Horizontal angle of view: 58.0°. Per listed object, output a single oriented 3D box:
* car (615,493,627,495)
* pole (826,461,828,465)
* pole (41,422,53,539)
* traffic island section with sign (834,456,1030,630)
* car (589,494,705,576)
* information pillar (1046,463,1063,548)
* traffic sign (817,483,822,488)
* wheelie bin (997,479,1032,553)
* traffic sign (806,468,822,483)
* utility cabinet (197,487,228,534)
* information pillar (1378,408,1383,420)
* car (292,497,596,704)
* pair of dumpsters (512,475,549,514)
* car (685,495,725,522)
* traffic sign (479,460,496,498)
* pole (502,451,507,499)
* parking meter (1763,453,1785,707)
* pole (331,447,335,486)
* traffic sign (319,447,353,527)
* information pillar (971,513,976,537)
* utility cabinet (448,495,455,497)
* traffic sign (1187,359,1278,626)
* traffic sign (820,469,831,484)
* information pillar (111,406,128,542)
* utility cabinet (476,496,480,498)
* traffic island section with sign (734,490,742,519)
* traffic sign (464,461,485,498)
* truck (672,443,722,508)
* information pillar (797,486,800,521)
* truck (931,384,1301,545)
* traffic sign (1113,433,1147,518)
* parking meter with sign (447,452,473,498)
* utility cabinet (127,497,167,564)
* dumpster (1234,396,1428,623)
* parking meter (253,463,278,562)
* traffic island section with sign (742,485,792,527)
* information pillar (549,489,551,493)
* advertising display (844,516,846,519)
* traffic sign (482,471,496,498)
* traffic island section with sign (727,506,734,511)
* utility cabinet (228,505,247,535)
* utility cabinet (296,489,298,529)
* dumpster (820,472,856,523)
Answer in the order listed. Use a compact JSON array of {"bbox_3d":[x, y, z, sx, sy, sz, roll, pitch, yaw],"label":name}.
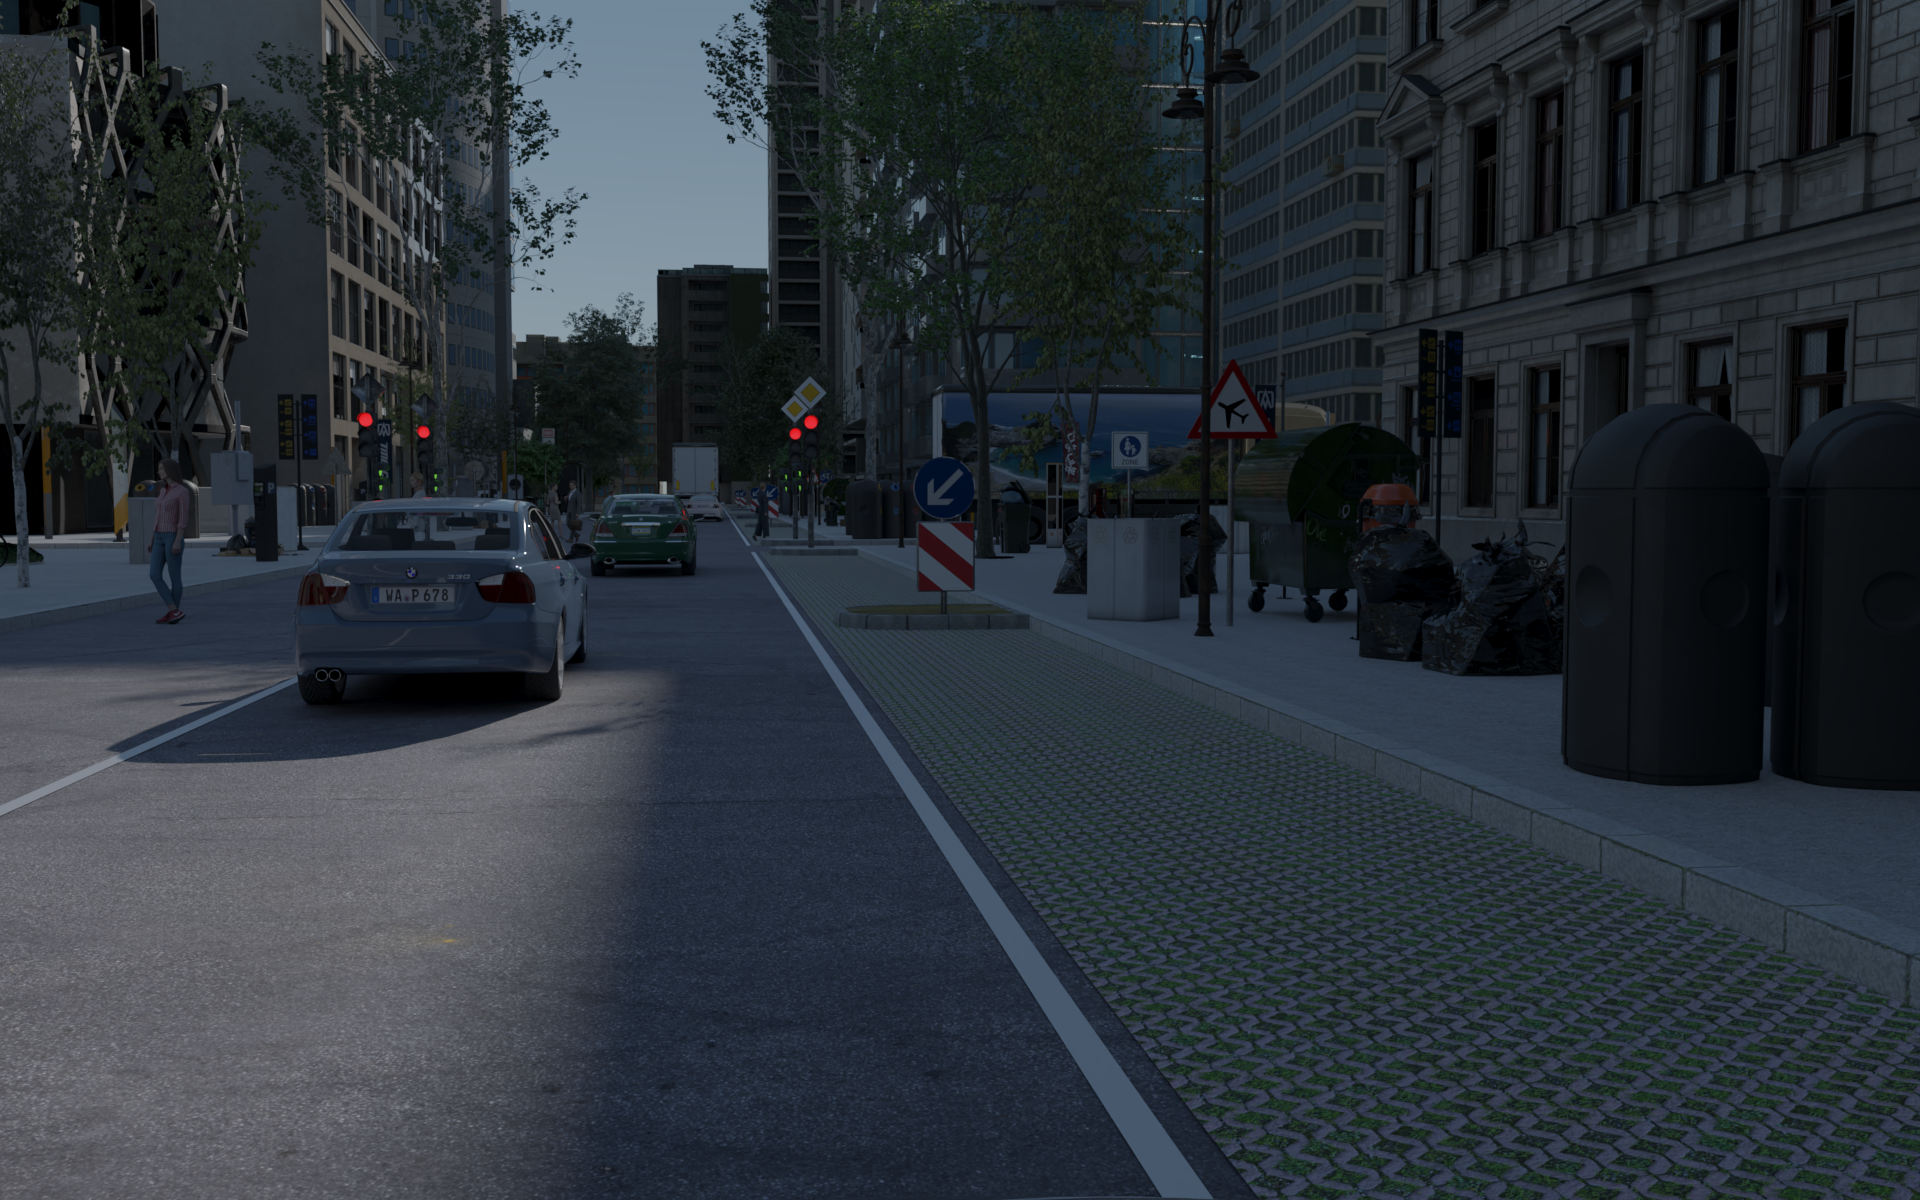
[{"bbox_3d":[-21.116,-6.129,109.003,1.959,1.807,4.718,-1,4,-10],"label":"car"},{"bbox_3d":[-8.278,-6.948,107.442,0.158,3.312,0.155,0,3,0],"label":"pole"},{"bbox_3d":[-25.879,-3.379,49.092,0.158,3.312,0.155,0,3,0],"label":"pole"},{"bbox_3d":[-0.373,-0.639,19.078,1.989,1.847,2.006,0,4,-8],"label":"traffic island section with sign"},{"bbox_3d":[-5.763,-1.223,31.796,2.131,1.459,4.920,-1,4,-8],"label":"car"},{"bbox_3d":[2.242,-2.235,41.036,0.304,2.012,0.304,2,4,27],"label":"information pillar"},{"bbox_3d":[-8.680,-6.405,105.901,0.795,2.450,0.064,0,4,-4],"label":"traffic sign"},{"bbox_3d":[1.177,-1.818,37.633,0.693,1.594,0.980,-1,4,-12],"label":"wheelie bin"},{"bbox_3d":[-7.215,-5.195,84.945,0.884,2.594,0.081,0,4,-4],"label":"traffic sign"},{"bbox_3d":[-23.900,-2.853,55.317,1.173,1.500,0.318,-2,4,-26],"label":"utility cabinet"},{"bbox_3d":[10.538,-3.175,43.258,0.183,3.616,0.504,-1,4,-15],"label":"information pillar"},{"bbox_3d":[-3.825,-0.073,13.194,2.014,1.417,4.499,-1,4,-9],"label":"car"},{"bbox_3d":[-21.117,-5.039,84.878,1.574,2.255,4.437,0,4,-8],"label":"pair of dumpsters"},{"bbox_3d":[-13.306,-4.759,90.173,2.083,1.381,4.827,0,4,-6],"label":"car"},{"bbox_3d":[-18.294,-4.076,66.650,0.884,2.594,0.081,0,4,-3],"label":"traffic sign"},{"bbox_3d":[-21.533,-5.386,81.898,0.158,3.312,0.155,0,3,0],"label":"pole"},{"bbox_3d":[5.003,-0.128,10.502,0.372,1.533,0.369,0,3,0],"label":"parking meter"},{"bbox_3d":[-27.011,-4.946,74.708,0.158,3.312,0.155,0,3,0],"label":"pole"},{"bbox_3d":[-17.058,-2.896,47.348,0.884,2.594,0.081,0,4,-7],"label":"traffic sign"},{"bbox_3d":[0.367,-3.679,51.506,0.183,3.616,0.504,0,4,0],"label":"information pillar"},{"bbox_3d":[-33.313,-6.260,113.507,1.020,1.237,0.306,0,4,6],"label":"utility cabinet"},{"bbox_3d":[2.623,-1.025,16.763,0.884,2.594,0.081,0,4,-3],"label":"traffic sign"},{"bbox_3d":[-6.744,-5.328,87.225,0.768,2.556,0.104,0,4,-6],"label":"traffic sign"},{"bbox_3d":[-22.427,-3.356,46.225,0.504,3.616,0.183,2,4,29],"label":"information pillar"},{"bbox_3d":[-20.551,-3.809,73.446,0.306,1.237,1.020,-2,4,-25],"label":"utility cabinet"},{"bbox_3d":[-12.080,-5.682,101.525,1.989,1.847,2.006,0,4,-8],"label":"traffic island section with sign"},{"bbox_3d":[-18.532,-4.036,66.103,0.768,2.556,0.104,0,4,-6],"label":"traffic sign"},{"bbox_3d":[-15.325,-6.855,100.987,2.839,4.237,11.283,0,4,-7],"label":"truck"},{"bbox_3d":[-7.924,-4.865,84.038,0.304,2.012,0.304,0,4,-7],"label":"information pillar"},{"bbox_3d":[4.957,-3.498,46.108,11.283,4.237,2.839,0,4,-7],"label":"truck"},{"bbox_3d":[2.780,-1.609,28.430,0.606,2.300,0.079,0,4,-8],"label":"traffic sign"},{"bbox_3d":[-20.559,-4.630,71.969,1.738,3.016,0.543,-3,4,-37],"label":"parking meter with sign"},{"bbox_3d":[-15.041,-1.281,32.111,0.306,1.237,1.020,0,4,-1],"label":"utility cabinet"},{"bbox_3d":[3.822,-0.950,18.028,1.502,2.255,1.985,0,4,-8],"label":"dumpster"},{"bbox_3d":[-13.200,-1.664,32.923,0.255,1.863,0.399,1,4,18],"label":"parking meter"},{"bbox_3d":[-8.294,-4.049,74.836,1.989,1.847,2.006,0,4,-8],"label":"traffic island section with sign"},{"bbox_3d":[-27.413,-7.630,116.105,0.504,3.616,0.183,1,4,17],"label":"information pillar"},{"bbox_3d":[-5.611,-4.898,85.288,0.123,1.923,0.974,-1,4,-13],"label":"advertising display"},{"bbox_3d":[-20.509,-4.483,75.427,0.606,2.300,0.079,0,4,-5],"label":"traffic sign"},{"bbox_3d":[-19.019,-8.673,150.434,1.989,1.847,2.006,0,4,-8],"label":"traffic island section with sign"},{"bbox_3d":[-22.299,-2.625,54.074,1.020,1.237,0.306,-2,4,-27],"label":"utility cabinet"},{"bbox_3d":[-24.042,-3.274,62.210,0.318,1.500,1.173,-2,4,-29],"label":"utility cabinet"},{"bbox_3d":[-5.405,-4.551,76.897,1.502,2.255,1.985,0,4,-8],"label":"dumpster"}]
